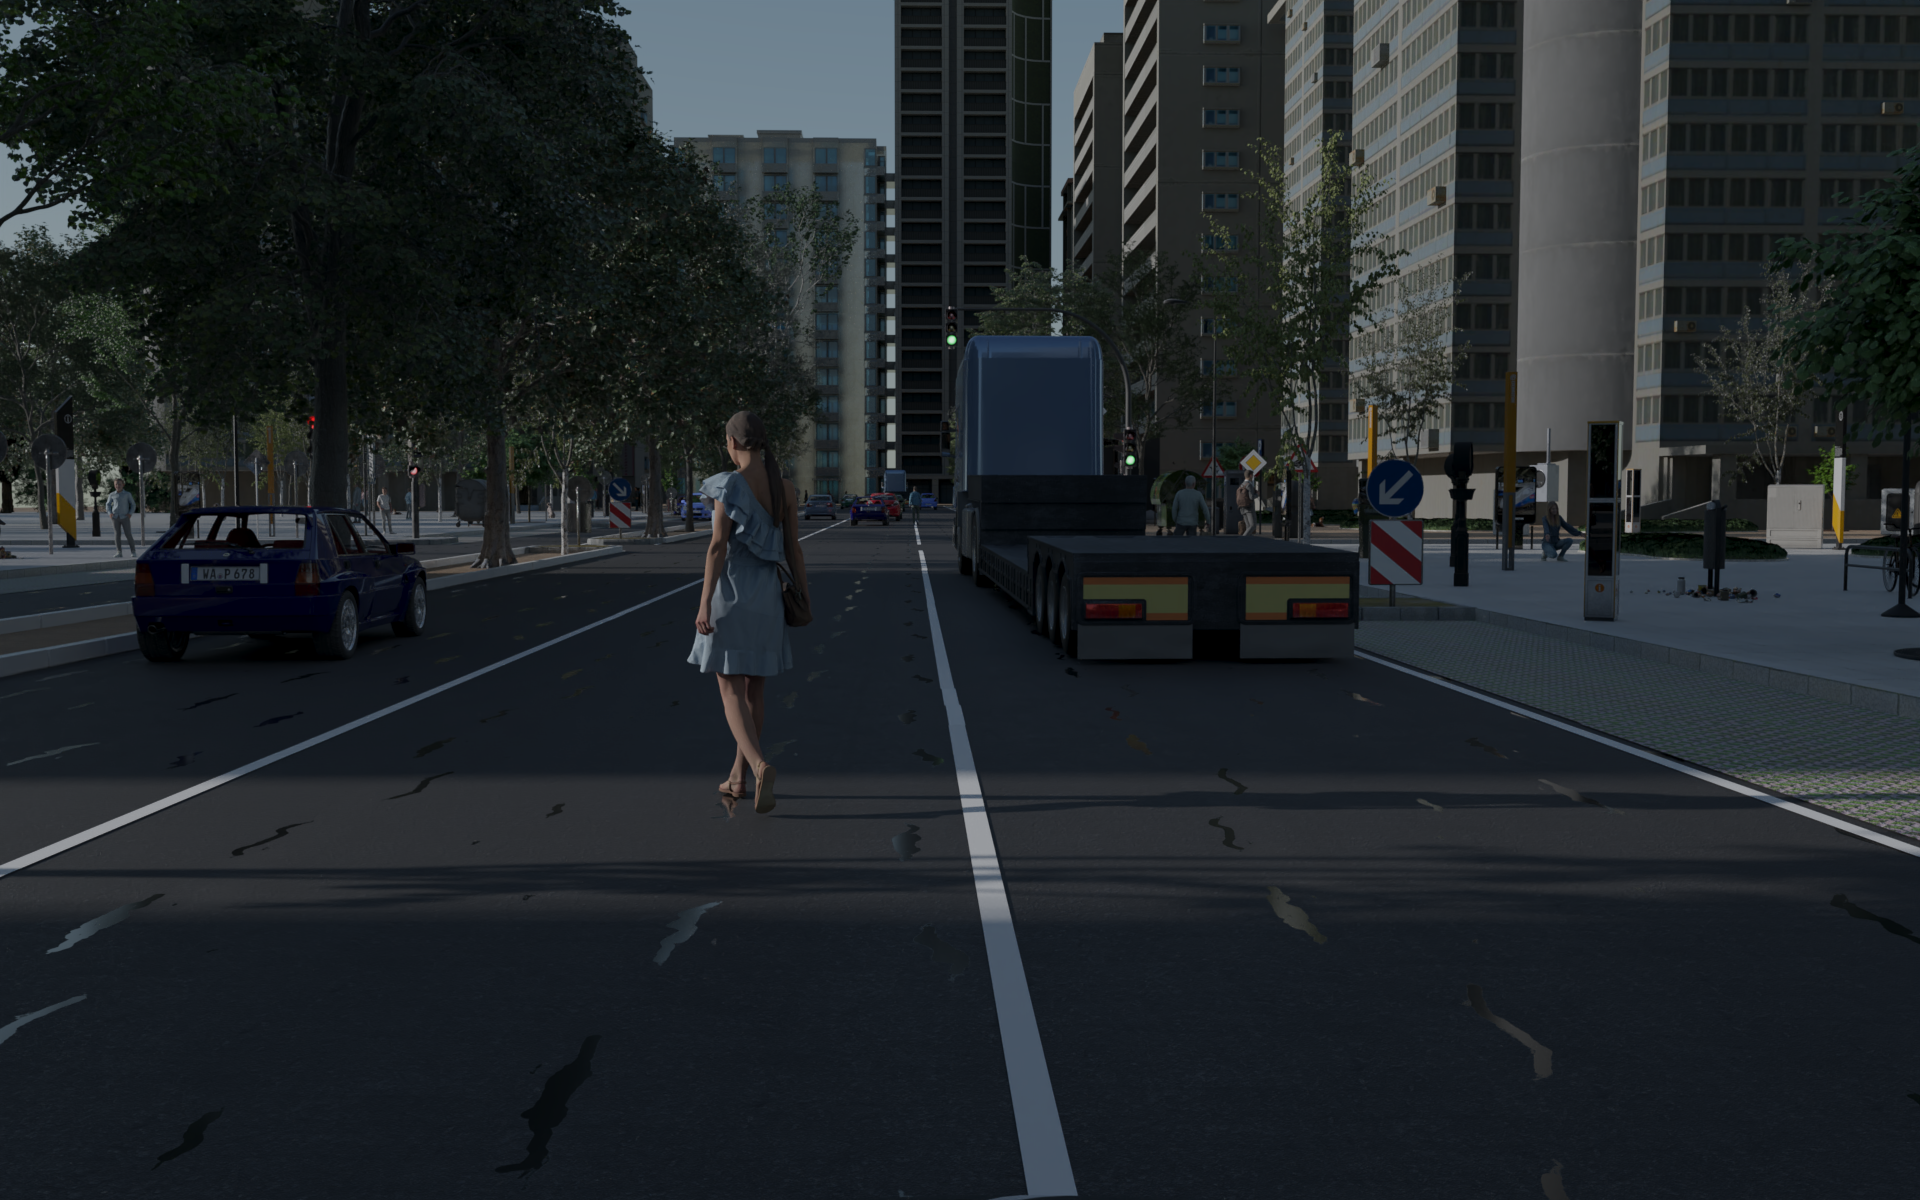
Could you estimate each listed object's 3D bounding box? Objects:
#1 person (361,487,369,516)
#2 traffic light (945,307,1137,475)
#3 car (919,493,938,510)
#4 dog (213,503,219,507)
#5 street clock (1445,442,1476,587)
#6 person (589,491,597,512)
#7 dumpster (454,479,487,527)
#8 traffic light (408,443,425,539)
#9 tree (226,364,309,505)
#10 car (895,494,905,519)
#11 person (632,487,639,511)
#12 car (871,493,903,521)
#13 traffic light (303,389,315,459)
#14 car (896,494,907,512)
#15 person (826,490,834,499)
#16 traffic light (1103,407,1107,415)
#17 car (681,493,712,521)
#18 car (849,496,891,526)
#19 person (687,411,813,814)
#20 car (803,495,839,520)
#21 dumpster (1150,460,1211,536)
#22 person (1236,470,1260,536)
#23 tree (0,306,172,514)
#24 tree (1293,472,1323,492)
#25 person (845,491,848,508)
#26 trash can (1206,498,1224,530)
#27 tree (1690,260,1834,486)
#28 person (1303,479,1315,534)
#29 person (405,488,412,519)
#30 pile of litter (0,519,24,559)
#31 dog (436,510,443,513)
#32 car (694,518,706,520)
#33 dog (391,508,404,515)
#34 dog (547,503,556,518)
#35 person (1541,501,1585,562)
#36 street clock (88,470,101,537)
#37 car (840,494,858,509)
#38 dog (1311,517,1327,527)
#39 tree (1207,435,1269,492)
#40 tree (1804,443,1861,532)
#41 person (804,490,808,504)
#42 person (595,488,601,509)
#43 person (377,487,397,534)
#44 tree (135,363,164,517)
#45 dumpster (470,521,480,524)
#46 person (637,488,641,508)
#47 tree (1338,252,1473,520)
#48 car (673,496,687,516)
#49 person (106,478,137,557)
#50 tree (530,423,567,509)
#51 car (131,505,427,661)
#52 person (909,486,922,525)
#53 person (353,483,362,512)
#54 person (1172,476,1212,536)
[{"bbox_3d":[-33.850,-5.624,98.591,0.593,1.750,0.643,2,4,33],"label":"person"},{"bbox_3d":[2.010,-4.136,42.286,4.771,5.953,1.251,0,4,-2],"label":"traffic light"},{"bbox_3d":[-2.941,-9.002,156.765,1.945,1.707,3.694,0,4,-3],"label":"car"},{"bbox_3d":[-37.076,-4.438,86.943,0.800,0.831,0.513,3,5,41],"label":"dog"},{"bbox_3d":[6.971,-1.190,24.032,0.358,2.002,0.471,1,4,22],"label":"street clock"},{"bbox_3d":[-26.176,-7.157,123.399,0.601,1.785,0.444,-1,4,-14],"label":"person"},{"bbox_3d":[-18.821,-3.759,67.226,1.264,1.857,1.865,0,4,-2],"label":"dumpster"},{"bbox_3d":[-13.600,-4.606,49.979,4.771,5.953,1.251,0,4,-2],"label":"traffic light"},{"bbox_3d":[-38.659,-9.061,98.506,4.737,8.622,4.395,0,3,0],"label":"tree"},{"bbox_3d":[-4.255,-5.405,100.163,2.131,1.459,4.920,0,4,-3],"label":"car"},{"bbox_3d":[-24.159,-7.527,129.126,0.705,1.821,1.348,-2,4,-24],"label":"person"},{"bbox_3d":[-4.083,-5.079,92.086,2.155,1.783,4.494,0,4,-3],"label":"car"},{"bbox_3d":[-15.454,-3.240,41.901,0.839,4.253,0.868,0,4,-2],"label":"traffic light"},{"bbox_3d":[-5.422,-7.958,141.911,2.131,1.459,4.920,0,4,-3],"label":"car"},{"bbox_3d":[-13.013,-9.989,171.783,1.348,1.831,0.705,2,4,25],"label":"person"},{"bbox_3d":[3.864,-3.764,50.470,0.839,4.253,0.868,0,4,-2],"label":"traffic light"},{"bbox_3d":[-13.920,-5.099,92.962,1.945,1.707,3.694,0,3,0],"label":"car"},{"bbox_3d":[-4.127,-4.089,79.432,1.945,1.354,3.894,0,4,-1],"label":"car"},{"bbox_3d":[-0.934,0.038,7.976,0.616,1.811,0.778,-2,4,-26],"label":"person"},{"bbox_3d":[-7.835,-5.221,97.358,2.014,1.417,4.499,0,4,-3],"label":"car"},{"bbox_3d":[6.428,-2.936,50.494,1.502,2.255,1.985,0,4,-2],"label":"dumpster"},{"bbox_3d":[6.492,-2.028,39.162,0.822,1.834,0.622,-2,4,-30],"label":"person"},{"bbox_3d":[-61.692,-13.208,117.766,18.604,14.587,13.155,-1,4,-15],"label":"tree"},{"bbox_3d":[20.344,-6.494,100.777,1.663,3.219,1.824,0,3,0],"label":"tree"},{"bbox_3d":[-11.647,-10.360,178.612,0.721,1.735,1.217,2,4,30],"label":"person"},{"bbox_3d":[9.027,-3.036,61.291,0.748,1.137,0.748,0,3,0],"label":"trash can"},{"bbox_3d":[24.924,-6.275,52.961,4.360,8.622,3.978,0,3,0],"label":"tree"},{"bbox_3d":[10.845,-2.950,54.372,0.778,1.811,0.616,-3,5,-41],"label":"person"},{"bbox_3d":[-27.893,-4.891,87.817,0.330,1.601,0.589,-3,5,-41],"label":"person"},{"bbox_3d":[-19.470,-1.252,34.429,1.719,0.858,1.176,2,4,31],"label":"pile of litter"},{"bbox_3d":[-36.042,-6.259,120.067,0.550,0.427,0.748,0,4,-1],"label":"dog"},{"bbox_3d":[-14.018,-5.528,99.062,2.281,1.827,5.304,0,4,0],"label":"car"},{"bbox_3d":[-34.594,-5.430,106.520,0.748,0.427,0.550,1,4,9],"label":"dog"},{"bbox_3d":[-21.893,-4.781,92.555,0.513,0.831,0.800,0,4,-1],"label":"dog"},{"bbox_3d":[11.439,-1.308,32.936,1.012,1.151,0.738,-1,4,-9],"label":"person"},{"bbox_3d":[-25.941,-2.899,51.971,0.358,2.002,0.471,-1,4,-9],"label":"street clock"},{"bbox_3d":[-10.466,-9.417,165.759,2.131,1.459,4.920,0,4,-1],"label":"car"},{"bbox_3d":[13.810,-3.014,67.015,0.748,0.427,0.550,3,4,36],"label":"dog"},{"bbox_3d":[15.431,-6.882,96.228,4.285,4.588,4.351,0,3,0],"label":"tree"},{"bbox_3d":[30.001,-3.958,59.322,1.663,3.219,1.824,0,3,0],"label":"tree"},{"bbox_3d":[-14.170,-9.216,159.211,0.705,1.821,1.348,-1,4,-11],"label":"person"},{"bbox_3d":[-30.530,-8.509,145.711,0.434,1.755,0.990,3,4,38],"label":"person"},{"bbox_3d":[-18.275,-2.847,55.192,0.523,1.515,0.503,1,4,21],"label":"person"},{"bbox_3d":[-44.564,-8.838,94.859,4.360,8.622,3.978,0,3,0],"label":"tree"},{"bbox_3d":[-20.367,-4.393,74.325,1.502,2.255,1.985,0,4,-2],"label":"dumpster"},{"bbox_3d":[-29.389,-9.350,158.554,0.705,1.869,1.348,2,4,30],"label":"person"},{"bbox_3d":[13.899,-6.311,53.543,4.360,8.622,3.978,0,3,0],"label":"tree"},{"bbox_3d":[-17.337,-6.009,110.819,1.945,1.354,3.894,0,4,-3],"label":"car"},{"bbox_3d":[-17.064,-1.674,35.218,0.589,1.601,0.330,0,4,-5],"label":"person"},{"bbox_3d":[-24.775,-9.511,105.860,4.737,8.622,4.395,0,3,0],"label":"tree"},{"bbox_3d":[-6.221,-0.224,16.245,1.945,1.354,3.894,0,4,-4],"label":"car"},{"bbox_3d":[-2.048,-4.328,79.602,0.601,1.785,0.444,0,4,-8],"label":"person"},{"bbox_3d":[-26.478,-4.275,76.037,0.391,1.810,0.635,-3,5,-44],"label":"person"},{"bbox_3d":[4.241,-1.382,31.588,0.782,1.767,0.515,0,4,8],"label":"person"}]
